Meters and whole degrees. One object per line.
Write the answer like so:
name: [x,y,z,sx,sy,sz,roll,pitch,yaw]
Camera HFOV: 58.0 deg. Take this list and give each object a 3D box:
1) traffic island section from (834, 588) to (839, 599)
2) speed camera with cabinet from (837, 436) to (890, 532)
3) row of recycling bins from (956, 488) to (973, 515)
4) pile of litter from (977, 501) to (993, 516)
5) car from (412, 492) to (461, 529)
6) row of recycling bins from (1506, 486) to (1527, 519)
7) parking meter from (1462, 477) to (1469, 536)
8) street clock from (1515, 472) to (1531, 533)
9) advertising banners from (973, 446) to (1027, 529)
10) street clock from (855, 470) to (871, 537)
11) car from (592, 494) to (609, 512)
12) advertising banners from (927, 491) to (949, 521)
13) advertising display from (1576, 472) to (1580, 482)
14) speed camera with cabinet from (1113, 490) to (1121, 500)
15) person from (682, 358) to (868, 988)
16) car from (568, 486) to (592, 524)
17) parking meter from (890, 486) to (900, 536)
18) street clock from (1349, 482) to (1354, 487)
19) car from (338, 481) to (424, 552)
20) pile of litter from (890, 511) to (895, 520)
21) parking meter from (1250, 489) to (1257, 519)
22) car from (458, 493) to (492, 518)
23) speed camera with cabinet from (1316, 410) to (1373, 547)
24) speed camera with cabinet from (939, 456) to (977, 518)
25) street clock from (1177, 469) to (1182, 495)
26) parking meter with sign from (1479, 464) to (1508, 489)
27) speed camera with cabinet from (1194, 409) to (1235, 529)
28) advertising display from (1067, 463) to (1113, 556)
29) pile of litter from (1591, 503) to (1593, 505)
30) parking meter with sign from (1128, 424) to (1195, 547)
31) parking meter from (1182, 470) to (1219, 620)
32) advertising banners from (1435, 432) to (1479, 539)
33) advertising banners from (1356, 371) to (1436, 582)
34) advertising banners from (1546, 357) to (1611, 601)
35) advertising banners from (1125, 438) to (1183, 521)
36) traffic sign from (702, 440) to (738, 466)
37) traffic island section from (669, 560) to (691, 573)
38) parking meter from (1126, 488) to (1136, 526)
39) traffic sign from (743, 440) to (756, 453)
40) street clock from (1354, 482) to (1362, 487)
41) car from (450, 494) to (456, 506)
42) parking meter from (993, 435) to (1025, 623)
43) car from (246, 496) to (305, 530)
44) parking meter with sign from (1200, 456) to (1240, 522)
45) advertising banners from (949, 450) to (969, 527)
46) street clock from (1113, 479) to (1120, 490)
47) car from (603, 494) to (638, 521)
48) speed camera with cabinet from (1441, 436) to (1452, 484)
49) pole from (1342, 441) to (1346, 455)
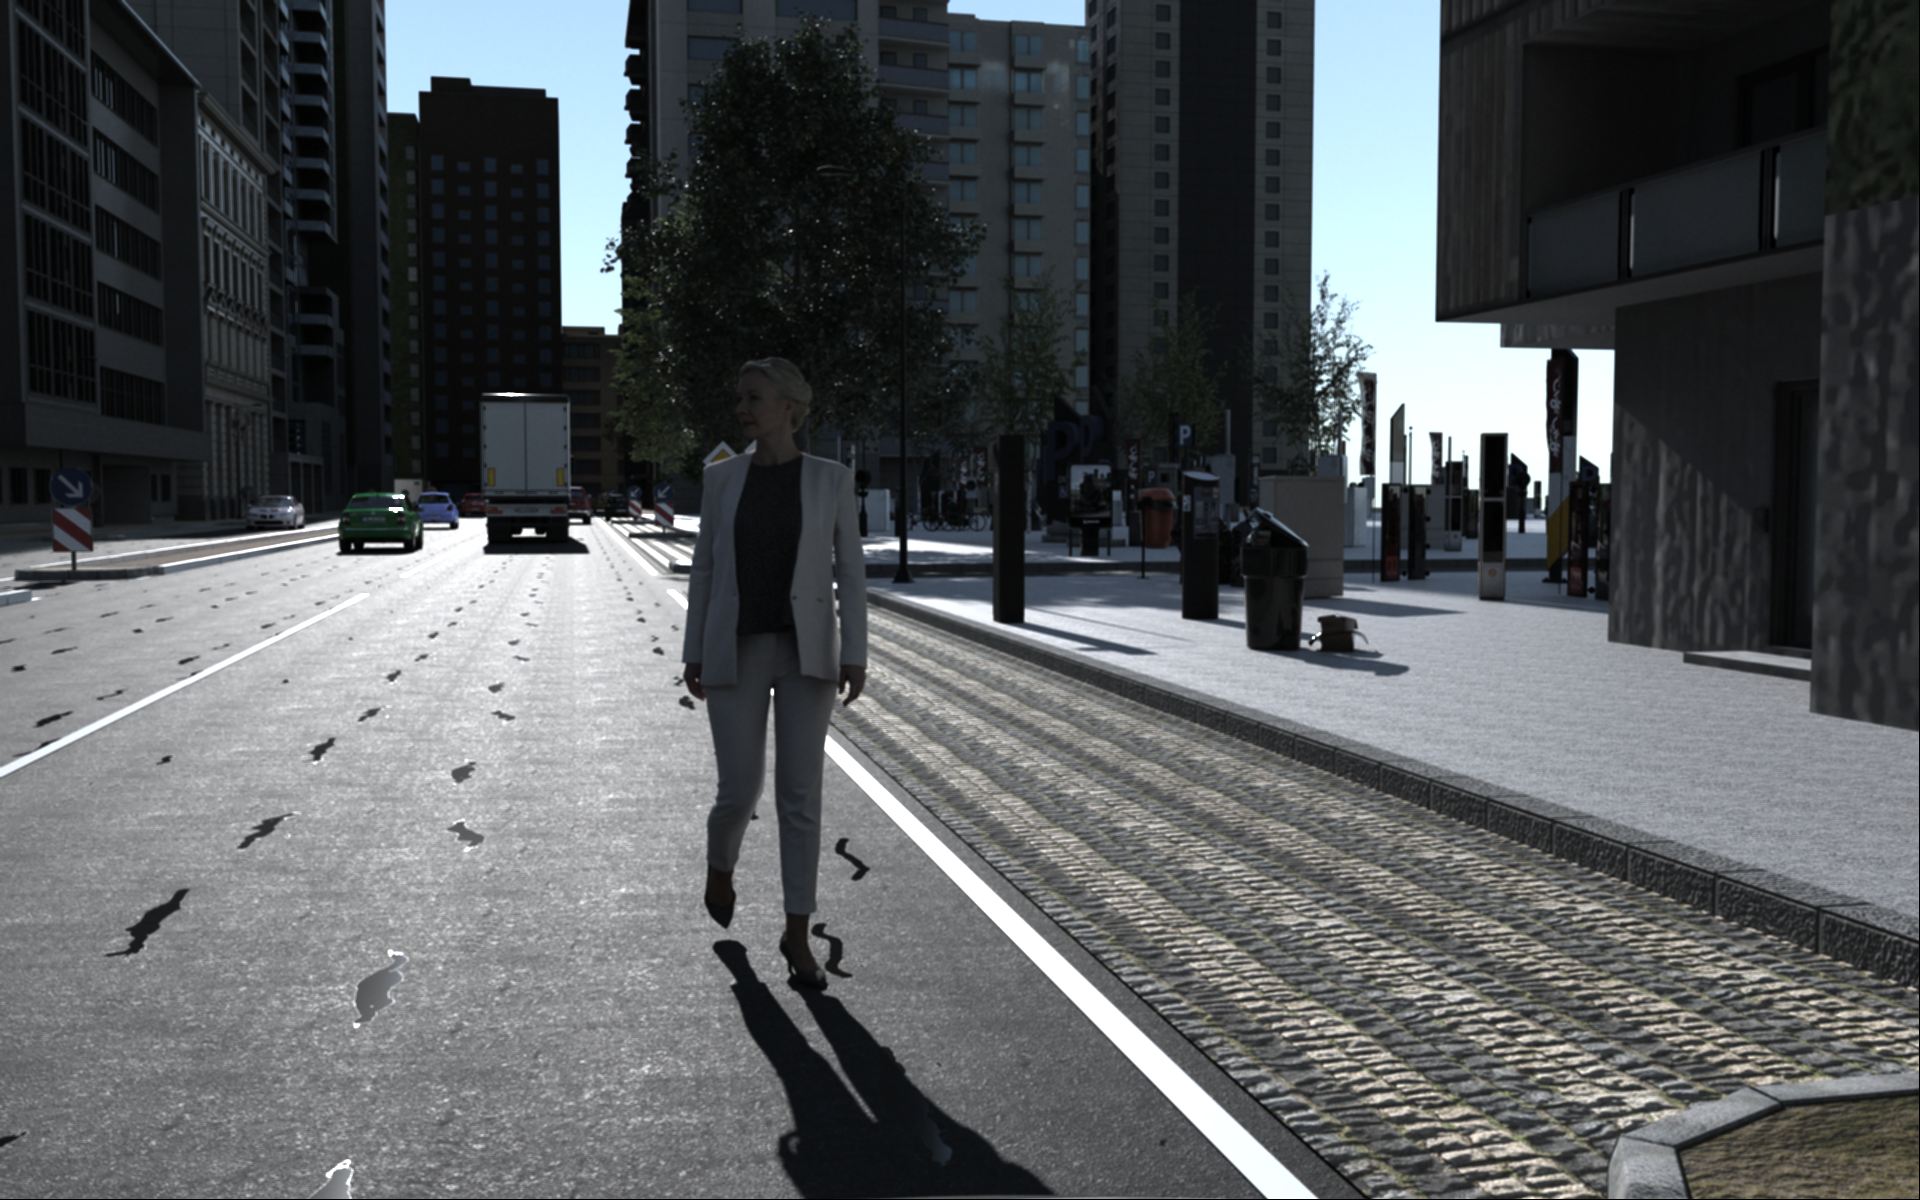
traffic island section: [-2.653,-0.145,24.647,2.009,0.180,2.903,-1,4,-13]
speed camera with cabinet: [-3.459,-3.989,59.549,2.038,3.252,0.660,1,4,12]
row of recycling bins: [0.260,-6.072,106.389,1.069,1.692,3.534,0,4,4]
pile of litter: [1.690,-5.380,101.921,1.719,0.858,1.176,-2,4,-30]
car: [-21.893,-3.839,72.366,1.945,1.707,3.694,-1,4,-14]
row of recycling bins: [28.284,-5.056,89.777,1.069,1.692,3.534,-1,4,-9]
parking meter: [15.281,-2.883,52.848,0.255,1.863,0.399,-3,4,-36]
street clock: [18.497,-3.205,56.975,0.471,2.002,0.358,2,4,24]
advertising banners: [1.524,-4.127,63.660,2.074,3.025,0.090,0,4,2]
street clock: [-2.893,-2.884,51.725,0.471,2.002,0.358,3,5,40]
car: [-28.995,-8.009,141.170,2.015,1.641,3.980,-1,4,-11]
advertising banners: [-0.542,-5.225,81.609,2.074,3.025,0.090,-1,4,-19]
advertising display: [17.312,-2.710,49.521,0.974,1.923,0.123,-2,4,-29]
speed camera with cabinet: [6.249,-5.120,78.045,2.038,3.252,0.660,-2,4,-23]
person: [-0.586,0.187,5.322,0.514,1.842,0.818,-1,4,-20]
car: [-19.171,-4.658,84.833,2.281,1.827,5.304,-1,4,-14]
parking meter: [-1.793,-2.698,52.516,0.372,1.533,0.369,0,3,0]
street clock: [24.438,-6.307,107.687,0.471,2.002,0.358,-2,4,-30]
car: [-14.849,-2.186,44.534,1.959,1.807,4.718,-1,4,-13]
pile of litter: [-3.827,-4.324,84.666,1.719,0.858,1.176,0,4,4]
parking meter: [15.314,-5.011,90.346,0.372,1.533,0.369,0,3,0]
car: [-29.955,-6.002,107.166,2.155,1.783,4.494,-1,4,-14]
speed camera with cabinet: [9.169,-2.890,41.586,0.660,3.252,2.038,2,4,32]
speed camera with cabinet: [-0.108,-5.908,90.938,2.038,3.252,0.660,0,4,1]
street clock: [5.639,-2.538,46.067,0.471,2.002,0.358,0,4,0]
parking meter with sign: [24.919,-5.232,81.798,1.738,3.016,0.543,2,4,34]
speed camera with cabinet: [6.006,-2.869,41.242,0.660,3.252,2.038,0,4,-6]
advertising display: [2.679,-1.868,35.752,0.974,1.923,0.123,-1,4,-17]
pile of litter: [41.993,-6.140,114.357,1.176,0.858,1.719,-3,5,-42]
parking meter with sign: [4.949,-2.841,42.706,1.738,3.016,0.543,-2,4,-34]
parking meter: [2.478,-0.576,17.832,0.372,1.533,0.369,0,3,0]
advertising banners: [14.070,-3.246,49.266,2.074,3.025,0.090,-2,4,-30]
advertising banners: [6.358,-1.789,25.431,0.090,3.025,2.074,3,5,44]
advertising banners: [7.732,-1.553,21.581,0.090,3.025,2.074,0,4,-5]
advertising banners: [6.145,-3.553,54.272,2.074,3.025,0.090,1,4,23]
traffic sign: [-4.419,-1.756,32.358,0.795,2.450,0.064,-1,4,-13]
traffic island section: [-4.398,-0.621,32.440,2.009,0.180,2.903,-1,4,-13]
parking meter: [6.771,-3.685,68.655,0.372,1.533,0.369,0,3,0]
traffic sign: [-2.675,-1.280,24.565,0.795,2.450,0.064,-1,4,-13]
street clock: [24.746,-6.253,106.812,0.471,2.002,0.358,1,4,20]
car: [-50.666,-9.823,170.398,2.009,1.686,4.222,-1,4,-11]
parking meter: [0.487,-0.711,17.342,0.255,1.863,0.399,-1,4,-11]
car: [-27.986,-3.579,70.875,2.083,1.381,4.827,-1,4,-14]
parking meter with sign: [11.840,-5.054,78.897,1.738,3.016,0.543,0,4,-6]
advertising banners: [-0.044,-4.428,68.592,0.090,3.025,2.074,-1,4,-15]
street clock: [7.568,-4.908,84.815,0.471,2.002,0.358,-1,4,-22]
car: [-18.178,-5.090,93.009,2.009,1.686,4.222,-1,4,-11]
speed camera with cabinet: [16.312,-4.008,59.860,0.660,3.252,2.038,-1,4,-23]
pole: [14.656,-4.428,66.240,0.158,3.312,0.155,0,3,0]
